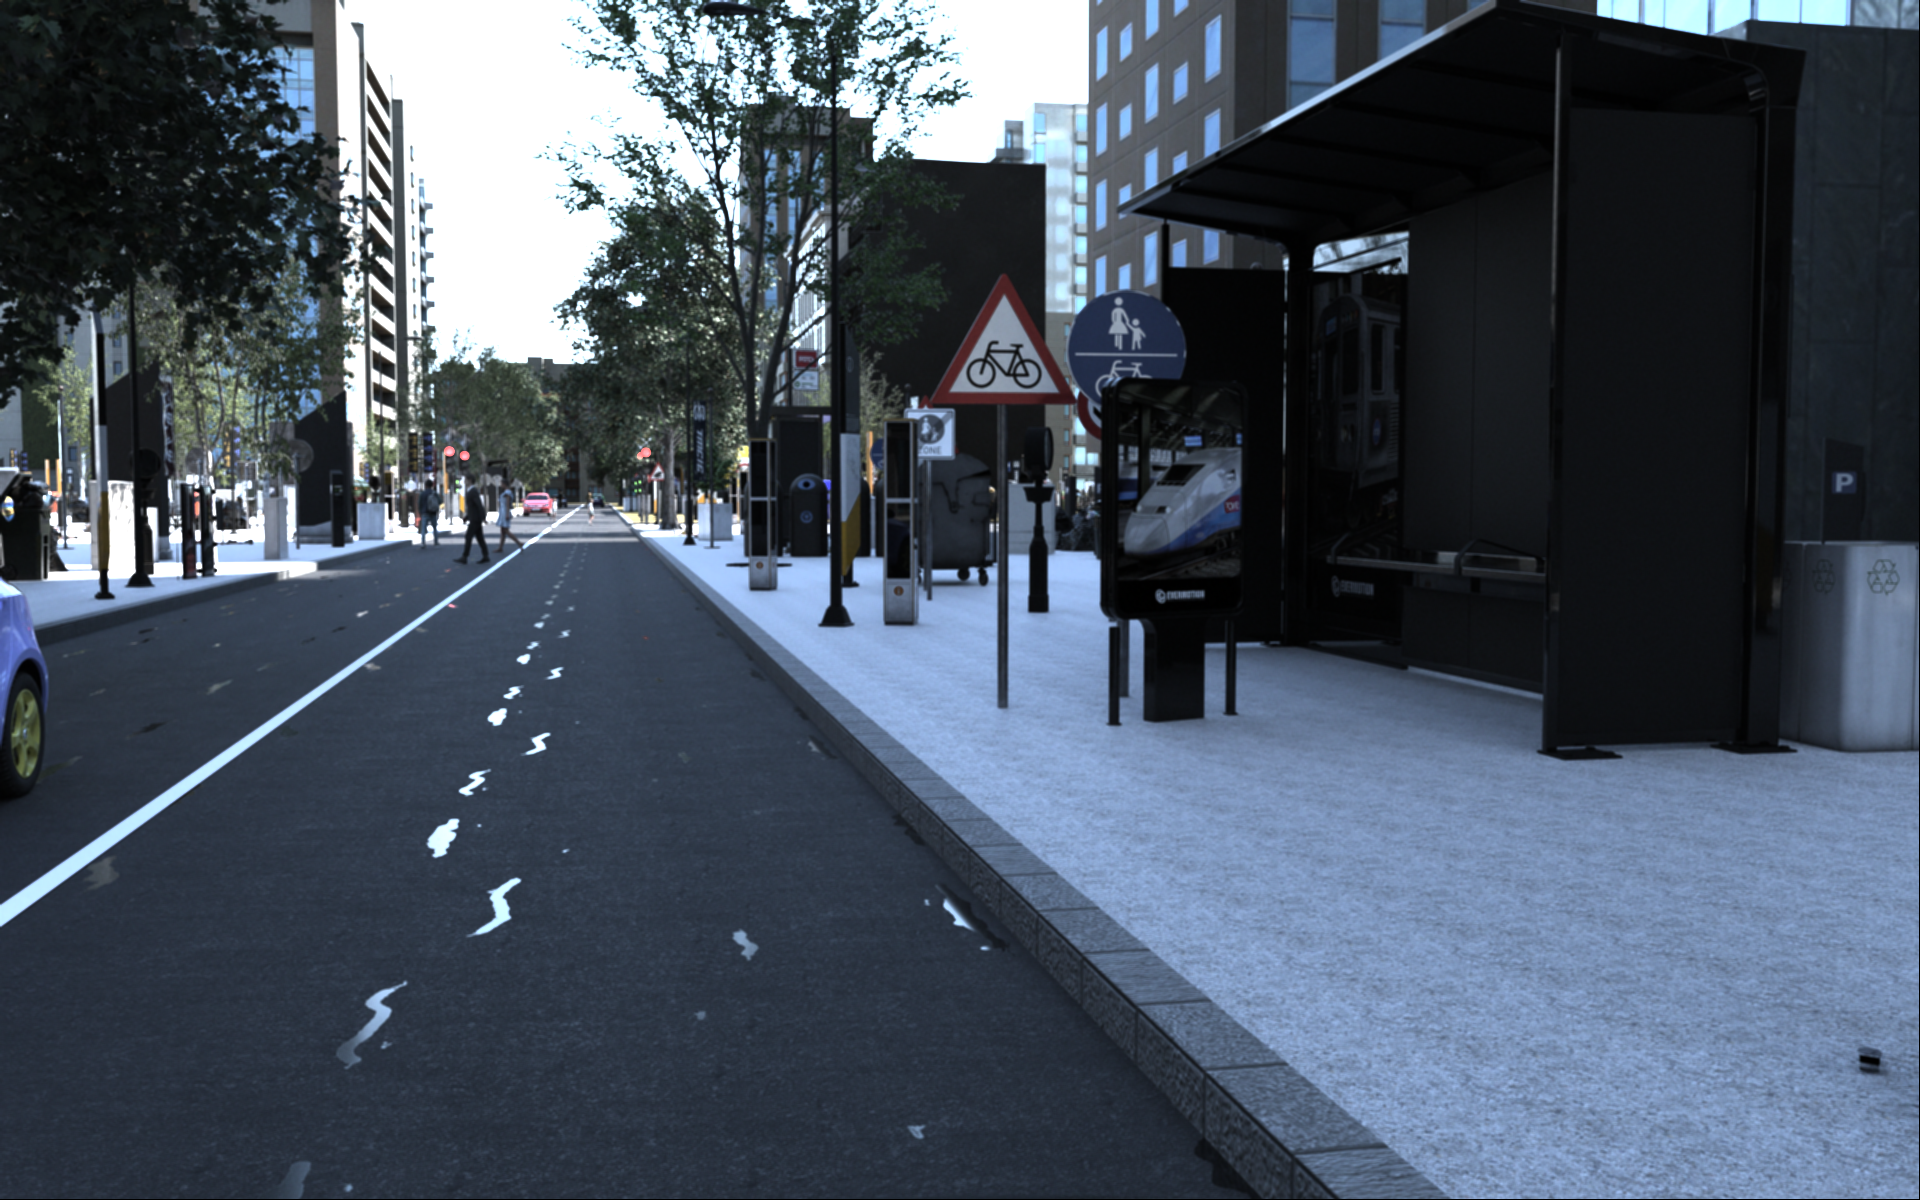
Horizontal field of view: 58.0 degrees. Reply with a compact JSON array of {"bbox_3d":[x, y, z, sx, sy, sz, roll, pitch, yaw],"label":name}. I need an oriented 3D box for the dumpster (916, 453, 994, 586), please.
[{"bbox_3d":[-0.273,-1.166,24.828,1.264,1.857,1.865,-1,4,-12],"label":"dumpster"}]

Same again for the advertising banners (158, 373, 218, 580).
[{"bbox_3d":[-11.668,-1.834,26.180,0.090,3.025,2.074,0,4,-4],"label":"advertising banners"}]

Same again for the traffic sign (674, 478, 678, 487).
[{"bbox_3d":[-21.063,-7.757,126.937,0.768,2.556,0.104,-1,4,-11],"label":"traffic sign"}]

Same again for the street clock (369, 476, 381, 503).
[{"bbox_3d":[-23.140,-3.918,68.631,0.471,2.002,0.358,1,4,22],"label":"street clock"}]

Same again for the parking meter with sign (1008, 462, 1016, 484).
[{"bbox_3d":[2.774,-5.992,94.229,0.543,3.016,1.738,1,4,21],"label":"parking meter with sign"}]

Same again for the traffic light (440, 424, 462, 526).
[{"bbox_3d":[-20.346,-4.912,69.229,0.839,4.253,0.868,-1,4,-12],"label":"traffic light"}]

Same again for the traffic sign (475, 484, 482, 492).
[{"bbox_3d":[-41.298,-9.086,148.561,0.884,2.594,0.081,-1,4,-9],"label":"traffic sign"}]

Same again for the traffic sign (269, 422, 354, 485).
[{"bbox_3d":[-18.229,-3.355,48.721,2.265,3.308,0.079,0,4,-7],"label":"traffic sign"}]

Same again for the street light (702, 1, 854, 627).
[{"bbox_3d":[-1.736,-2.694,16.596,1.470,5.913,1.316,-1,4,-12],"label":"street light"}]

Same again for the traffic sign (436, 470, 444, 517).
[{"bbox_3d":[-27.797,-5.654,92.444,0.884,2.594,0.081,-1,4,-11],"label":"traffic sign"}]

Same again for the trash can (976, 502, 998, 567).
[{"bbox_3d":[0.360,-1.171,30.800,0.748,1.137,0.748,0,3,0],"label":"trash can"}]

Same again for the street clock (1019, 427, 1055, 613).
[{"bbox_3d":[0.854,-0.869,18.778,0.358,2.002,0.471,1,4,15],"label":"street clock"}]

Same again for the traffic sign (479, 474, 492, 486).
[{"bbox_3d":[-29.377,-6.555,107.272,0.768,2.556,0.104,0,4,-3],"label":"traffic sign"}]

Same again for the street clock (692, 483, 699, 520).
[{"bbox_3d":[-12.866,-4.887,84.471,0.358,2.002,0.471,1,4,20],"label":"street clock"}]

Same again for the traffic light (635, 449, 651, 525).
[{"bbox_3d":[-12.849,-5.008,70.803,0.839,4.253,0.868,-1,4,-12],"label":"traffic light"}]

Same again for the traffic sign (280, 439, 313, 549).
[{"bbox_3d":[-15.409,-2.455,40.239,0.768,2.556,0.104,0,4,-5],"label":"traffic sign"}]

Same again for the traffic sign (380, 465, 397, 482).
[{"bbox_3d":[-25.181,-4.653,76.078,0.884,2.594,0.081,-1,4,-10],"label":"traffic sign"}]

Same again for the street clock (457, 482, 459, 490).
[{"bbox_3d":[-30.142,-6.088,104.107,0.358,2.002,0.471,-2,4,-31],"label":"street clock"}]

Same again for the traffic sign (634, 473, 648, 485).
[{"bbox_3d":[-18.064,-5.994,98.107,0.768,2.556,0.104,0,4,-8],"label":"traffic sign"}]

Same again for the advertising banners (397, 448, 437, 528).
[{"bbox_3d":[-20.351,-4.209,65.006,2.074,3.025,0.090,2,4,29],"label":"advertising banners"}]

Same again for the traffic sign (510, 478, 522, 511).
[{"bbox_3d":[-34.263,-8.176,133.679,0.884,2.594,0.081,-1,4,-11],"label":"traffic sign"}]

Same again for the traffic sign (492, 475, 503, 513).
[{"bbox_3d":[-30.666,-7.016,114.816,0.768,2.556,0.104,0,4,-4],"label":"traffic sign"}]

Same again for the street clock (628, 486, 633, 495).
[{"bbox_3d":[-27.692,-8.629,145.650,0.471,2.002,0.358,3,5,45],"label":"street clock"}]

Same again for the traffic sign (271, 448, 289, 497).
[{"bbox_3d":[-18.652,-2.904,47.585,0.768,2.556,0.104,0,4,-5],"label":"traffic sign"}]

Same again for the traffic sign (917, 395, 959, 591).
[{"bbox_3d":[-0.454,-1.400,22.891,0.884,2.594,0.081,0,4,-6],"label":"traffic sign"}]

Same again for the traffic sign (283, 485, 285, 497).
[{"bbox_3d":[-22.026,-3.320,56.407,0.606,2.300,0.079,0,4,-3],"label":"traffic sign"}]

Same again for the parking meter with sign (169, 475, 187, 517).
[{"bbox_3d":[-44.499,-6.283,98.980,1.738,3.016,0.543,1,4,21],"label":"parking meter with sign"}]

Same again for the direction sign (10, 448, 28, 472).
[{"bbox_3d":[-49.436,-6.062,91.115,0.876,3.537,0.379,0,4,3],"label":"direction sign"}]

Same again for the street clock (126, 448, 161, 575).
[{"bbox_3d":[-12.881,-1.394,27.370,0.471,2.002,0.358,-3,5,-41],"label":"street clock"}]

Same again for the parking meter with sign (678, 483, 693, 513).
[{"bbox_3d":[-18.136,-7.302,115.651,1.738,3.016,0.543,0,4,-8],"label":"parking meter with sign"}]

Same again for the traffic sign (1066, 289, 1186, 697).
[{"bbox_3d":[1.031,-0.660,10.901,0.768,2.556,0.104,0,4,-8],"label":"traffic sign"}]

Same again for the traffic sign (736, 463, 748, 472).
[{"bbox_3d":[-8.754,-4.309,70.556,0.768,2.556,0.104,0,4,-4],"label":"traffic sign"}]

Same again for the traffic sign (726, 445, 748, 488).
[{"bbox_3d":[-8.827,-4.777,71.974,2.265,3.308,0.079,-1,4,-10],"label":"traffic sign"}]

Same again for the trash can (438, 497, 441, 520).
[{"bbox_3d":[-24.444,-4.197,80.272,0.748,1.137,0.748,0,3,0],"label":"trash can"}]

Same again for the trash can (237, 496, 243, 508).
[{"bbox_3d":[-52.913,-7.090,127.581,0.748,1.137,0.748,0,3,0],"label":"trash can"}]

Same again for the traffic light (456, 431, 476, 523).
[{"bbox_3d":[-21.976,-5.390,77.046,0.839,4.253,0.868,-1,4,-12],"label":"traffic light"}]

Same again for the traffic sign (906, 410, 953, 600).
[{"bbox_3d":[-0.368,-1.145,20.848,0.606,2.300,0.079,-1,4,-9],"label":"traffic sign"}]

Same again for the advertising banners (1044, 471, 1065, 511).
[{"bbox_3d":[3.454,-4.150,64.048,0.090,3.025,2.074,2,4,34],"label":"advertising banners"}]

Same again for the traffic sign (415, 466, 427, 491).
[{"bbox_3d":[-24.632,-4.861,79.586,0.768,2.556,0.104,0,4,-5],"label":"traffic sign"}]

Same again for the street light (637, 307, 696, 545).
[{"bbox_3d":[-7.345,-4.330,43.345,1.470,5.913,1.316,-1,4,-12],"label":"street light"}]

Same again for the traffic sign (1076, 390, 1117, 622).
[{"bbox_3d":[1.536,-1.054,17.341,0.768,2.556,0.104,0,4,-4],"label":"traffic sign"}]

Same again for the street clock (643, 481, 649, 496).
[{"bbox_3d":[-17.241,-5.544,95.212,0.358,2.002,0.471,0,4,-2],"label":"street clock"}]

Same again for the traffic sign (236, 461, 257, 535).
[{"bbox_3d":[-22.149,-3.161,53.807,0.606,2.300,0.079,0,4,-5],"label":"traffic sign"}]

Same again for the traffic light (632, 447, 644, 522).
[{"bbox_3d":[-14.479,-5.486,78.620,0.839,4.253,0.868,-1,4,-12],"label":"traffic light"}]

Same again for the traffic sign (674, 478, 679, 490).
[{"bbox_3d":[-21.213,-7.853,128.495,0.768,2.556,0.104,0,4,-3],"label":"traffic sign"}]

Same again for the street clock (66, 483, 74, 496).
[{"bbox_3d":[-57.291,-6.542,111.529,0.471,2.002,0.358,2,4,26],"label":"street clock"}]

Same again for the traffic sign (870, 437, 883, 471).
[{"bbox_3d":[-1.616,-2.351,38.551,0.768,2.556,0.104,0,4,-3],"label":"traffic sign"}]

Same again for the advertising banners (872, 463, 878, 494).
[{"bbox_3d":[-4.993,-5.559,87.072,2.074,3.025,0.090,-2,4,-23],"label":"advertising banners"}]

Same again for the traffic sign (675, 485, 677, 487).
[{"bbox_3d":[-21.296,-7.846,128.289,0.884,2.594,0.081,-1,4,-12],"label":"traffic sign"}]

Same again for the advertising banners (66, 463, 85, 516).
[{"bbox_3d":[-50.463,-6.275,98.791,2.074,3.025,0.090,2,4,29],"label":"advertising banners"}]

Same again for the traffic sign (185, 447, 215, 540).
[{"bbox_3d":[-20.660,-2.874,47.094,0.768,2.556,0.104,0,4,-5],"label":"traffic sign"}]

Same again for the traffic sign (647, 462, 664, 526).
[{"bbox_3d":[-12.090,-4.251,69.503,0.884,2.594,0.081,0,4,-4],"label":"traffic sign"}]

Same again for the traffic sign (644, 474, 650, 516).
[{"bbox_3d":[-18.859,-6.324,103.503,0.768,2.556,0.104,0,4,-5],"label":"traffic sign"}]

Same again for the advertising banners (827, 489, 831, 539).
[{"bbox_3d":[-3.907,-3.307,50.262,0.090,3.025,2.074,-1,4,-18],"label":"advertising banners"}]

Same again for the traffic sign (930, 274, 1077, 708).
[{"bbox_3d":[0.256,-0.631,10.328,0.884,2.594,0.081,-1,4,-10],"label":"traffic sign"}]

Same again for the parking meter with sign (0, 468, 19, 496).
[{"bbox_3d":[-27.555,-3.285,49.973,1.738,3.016,0.543,-1,4,-16],"label":"parking meter with sign"}]

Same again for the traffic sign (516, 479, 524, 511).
[{"bbox_3d":[-34.415,-8.184,134.995,0.795,2.450,0.064,0,4,-7],"label":"traffic sign"}]

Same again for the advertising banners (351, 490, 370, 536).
[{"bbox_3d":[-18.891,-3.431,52.291,2.074,3.025,0.090,-2,4,-32],"label":"advertising banners"}]
